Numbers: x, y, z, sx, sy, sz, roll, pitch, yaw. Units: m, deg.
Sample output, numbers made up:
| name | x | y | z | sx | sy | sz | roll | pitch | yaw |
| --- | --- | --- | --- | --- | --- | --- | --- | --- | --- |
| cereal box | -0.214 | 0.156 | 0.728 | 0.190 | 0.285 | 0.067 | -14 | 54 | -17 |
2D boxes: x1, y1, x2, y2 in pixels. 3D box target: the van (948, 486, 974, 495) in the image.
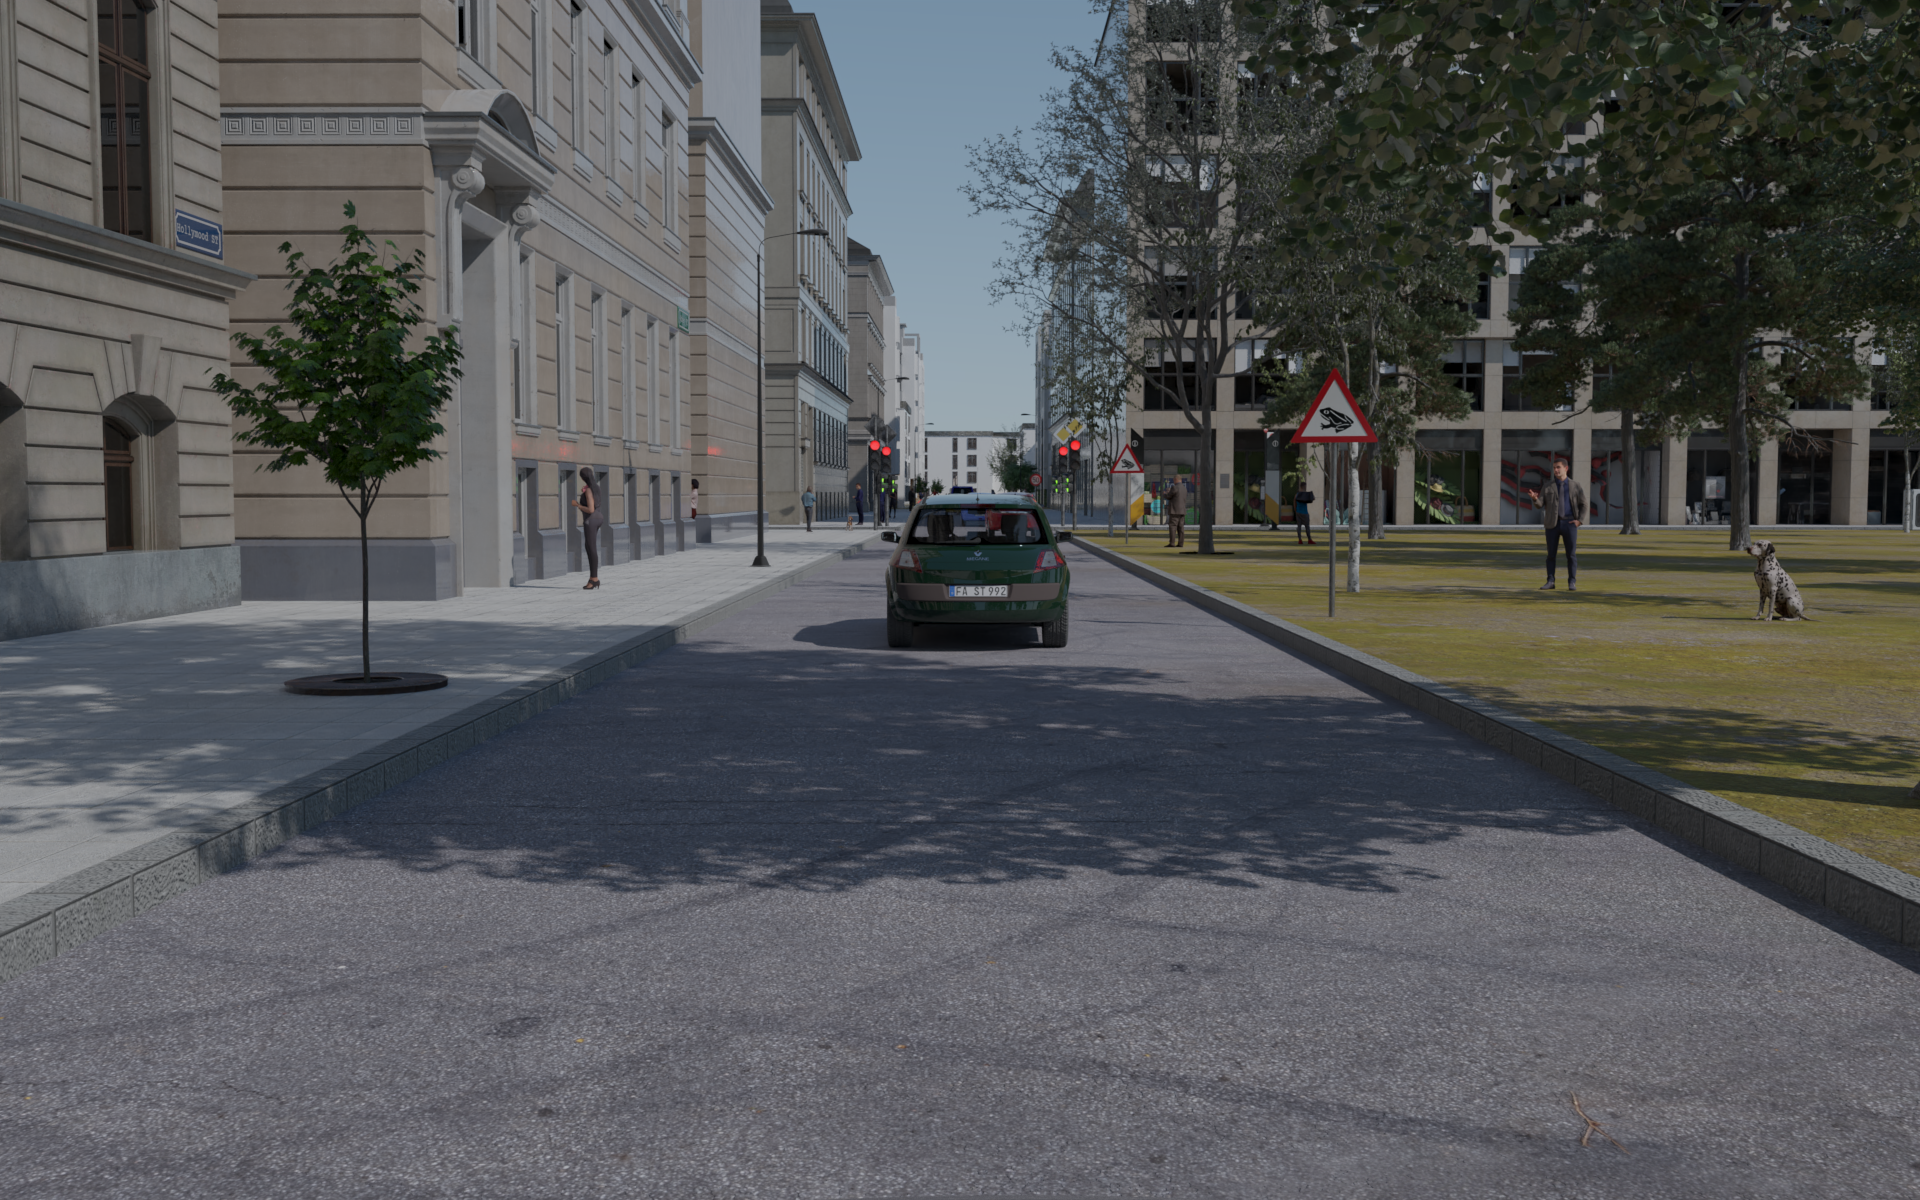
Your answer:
| name | x | y | z | sx | sy | sz | roll | pitch | yaw |
| --- | --- | --- | --- | --- | --- | --- | --- | --- | --- |
| van | 0.178 | -8.012 | 135.383 | 2.240 | 2.365 | 5.245 | 0 | 4 | 0 |

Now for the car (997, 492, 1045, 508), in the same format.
| name | x | y | z | sx | sy | sz | roll | pitch | yaw |
| --- | --- | --- | --- | --- | --- | --- | --- | --- | --- |
| car | 1.767 | -2.966 | 57.531 | 2.155 | 1.783 | 4.494 | 0 | 4 | -1 |

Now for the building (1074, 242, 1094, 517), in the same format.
| name | x | y | z | sx | sy | sz | roll | pitch | yaw |
| --- | --- | --- | --- | --- | --- | --- | --- | --- | --- |
| building | 12.584 | -15.293 | 104.789 | 10.420 | 20.320 | 16.860 | 0 | 4 | 0 |

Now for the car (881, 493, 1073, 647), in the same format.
| name | x | y | z | sx | sy | sz | roll | pitch | yaw |
| --- | --- | --- | --- | --- | --- | --- | --- | --- | --- |
| car | 0.174 | -0.477 | 17.584 | 2.009 | 1.686 | 4.222 | 0 | 4 | 0 |

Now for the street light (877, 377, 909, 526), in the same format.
| name | x | y | z | sx | sy | sz | roll | pitch | yaw |
| --- | --- | --- | --- | --- | --- | --- | --- | --- | --- |
| street light | -2.699 | -5.882 | 68.707 | 1.470 | 5.913 | 1.316 | 0 | 4 | 0 |

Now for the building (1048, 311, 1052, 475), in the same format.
| name | x | y | z | sx | sy | sz | roll | pitch | yaw |
| --- | --- | --- | --- | --- | --- | --- | --- | --- | --- |
| building | 15.897 | -18.117 | 152.629 | 16.016 | 20.091 | 11.380 | 0 | 4 | 0 |

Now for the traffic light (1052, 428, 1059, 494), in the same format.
| name | x | y | z | sx | sy | sz | roll | pitch | yaw |
| --- | --- | --- | --- | --- | --- | --- | --- | --- | --- |
| traffic light | 4.073 | -4.865 | 68.781 | 0.839 | 4.213 | 0.868 | 0 | 4 | 0 |

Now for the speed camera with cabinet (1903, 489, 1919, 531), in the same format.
| name | x | y | z | sx | sy | sz | roll | pitch | yaw |
| --- | --- | --- | --- | --- | --- | --- | --- | --- | --- |
| speed camera with cabinet | 34.462 | -4.085 | 61.118 | 2.038 | 3.252 | 0.660 | 0 | 4 | -2 |

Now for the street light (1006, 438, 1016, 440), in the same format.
| name | x | y | z | sx | sy | sz | roll | pitch | yaw |
| --- | --- | --- | --- | --- | --- | --- | --- | --- | --- |
| street light | 4.491 | -10.482 | 143.926 | 1.470 | 5.913 | 1.316 | 0 | 4 | 0 |

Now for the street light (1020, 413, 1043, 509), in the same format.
| name | x | y | z | sx | sy | sz | roll | pitch | yaw |
| --- | --- | --- | --- | --- | --- | --- | --- | --- | --- |
| street light | 4.202 | -7.789 | 99.893 | 1.470 | 5.913 | 1.316 | 0 | 4 | 0 |

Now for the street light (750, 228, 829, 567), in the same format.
| name | x | y | z | sx | sy | sz | roll | pitch | yaw |
| --- | --- | --- | --- | --- | --- | --- | --- | --- | --- |
| street light | -2.983 | -3.541 | 30.436 | 1.470 | 5.913 | 1.316 | 0 | 4 | 0 |

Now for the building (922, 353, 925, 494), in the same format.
| name | x | y | z | sx | sy | sz | roll | pitch | yaw |
| --- | --- | --- | --- | --- | --- | --- | --- | --- | --- |
| building | -10.101 | -21.629 | 210.061 | 11.380 | 20.091 | 16.016 | 0 | 4 | 0 |

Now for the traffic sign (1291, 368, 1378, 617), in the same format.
| name | x | y | z | sx | sy | sz | roll | pitch | yaw |
| --- | --- | --- | --- | --- | --- | --- | --- | --- | --- |
| traffic sign | 3.875 | -1.100 | 17.984 | 0.884 | 2.594 | 0.081 | 1 | 4 | 8 |

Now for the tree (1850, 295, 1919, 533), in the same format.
| name | x | y | z | sx | sy | sz | roll | pitch | yaw |
| --- | --- | --- | --- | --- | --- | --- | --- | --- | --- |
| tree | 31.659 | -6.535 | 57.210 | 4.360 | 8.622 | 3.978 | 0 | 3 | 0 |

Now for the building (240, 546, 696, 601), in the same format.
| name | x | y | z | sx | sy | sz | roll | pitch | yaw |
| --- | --- | --- | --- | --- | --- | --- | --- | --- | --- |
| building | -12.418 | -14.907 | 29.634 | 13.634 | 28.700 | 20.117 | 0 | 4 | 0 |

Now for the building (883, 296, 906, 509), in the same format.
| name | x | y | z | sx | sy | sz | roll | pitch | yaw |
| --- | --- | --- | --- | --- | --- | --- | --- | --- | --- |
| building | -13.180 | -17.961 | 150.077 | 16.016 | 20.091 | 11.380 | 0 | 4 | 0 |

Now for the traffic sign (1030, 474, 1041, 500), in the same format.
| name | x | y | z | sx | sy | sz | roll | pitch | yaw |
| --- | --- | --- | --- | --- | --- | --- | --- | --- | --- |
| traffic sign | 4.757 | -6.639 | 108.646 | 0.768 | 2.556 | 0.104 | 0 | 4 | 7 |

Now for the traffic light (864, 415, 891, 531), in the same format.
| name | x | y | z | sx | sy | sz | roll | pitch | yaw |
| --- | --- | --- | --- | --- | --- | --- | --- | --- | --- |
| traffic light | -2.950 | -4.379 | 60.834 | 0.839 | 4.213 | 0.868 | 0 | 4 | 0 |

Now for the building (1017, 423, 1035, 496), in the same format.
| name | x | y | z | sx | sy | sz | roll | pitch | yaw |
| --- | --- | --- | --- | --- | --- | --- | --- | --- | --- |
| building | 11.931 | -16.049 | 204.552 | 9.099 | 9.664 | 28.070 | 0 | 4 | 0 |

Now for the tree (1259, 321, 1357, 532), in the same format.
| name | x | y | z | sx | sy | sz | roll | pitch | yaw |
| --- | --- | --- | --- | --- | --- | --- | --- | --- | --- |
| tree | 12.333 | -6.575 | 57.864 | 4.737 | 8.622 | 4.395 | 0 | 3 | 0 |

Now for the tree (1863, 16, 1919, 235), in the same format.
| name | x | y | z | sx | sy | sz | roll | pitch | yaw |
| --- | --- | --- | --- | --- | --- | --- | --- | --- | --- |
| tree | 12.080 | -4.165 | 18.454 | 4.737 | 8.622 | 4.395 | 0 | 3 | 0 |

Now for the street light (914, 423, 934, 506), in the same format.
| name | x | y | z | sx | sy | sz | roll | pitch | yaw |
| --- | --- | --- | --- | --- | --- | --- | --- | --- | --- |
| street light | -2.393 | -8.600 | 113.151 | 1.470 | 5.913 | 1.316 | 0 | 4 | 0 |

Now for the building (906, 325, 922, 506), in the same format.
| name | x | y | z | sx | sy | sz | roll | pitch | yaw |
| --- | --- | --- | --- | --- | --- | --- | --- | --- | --- |
| building | -12.588 | -20.382 | 189.667 | 16.016 | 20.091 | 11.380 | 0 | 4 | 0 |

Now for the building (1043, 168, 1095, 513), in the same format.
| name | x | y | z | sx | sy | sz | roll | pitch | yaw |
| --- | --- | --- | --- | --- | --- | --- | --- | --- | --- |
| building | 14.705 | -18.085 | 128.969 | 16.112 | 22.955 | 30.059 | 0 | 4 | 0 |

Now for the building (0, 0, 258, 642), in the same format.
| name | x | y | z | sx | sy | sz | roll | pitch | yaw |
| --- | --- | --- | --- | --- | --- | --- | --- | --- | --- |
| building | -13.571 | -11.210 | 2.362 | 14.460 | 24.649 | 34.723 | 0 | 4 | 0 |

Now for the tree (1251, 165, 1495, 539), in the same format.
| name | x | y | z | sx | sy | sz | roll | pitch | yaw |
| --- | --- | --- | --- | --- | --- | --- | --- | --- | --- |
| tree | 11.775 | -7.769 | 49.082 | 6.751 | 12.117 | 7.091 | 0 | 3 | 0 |

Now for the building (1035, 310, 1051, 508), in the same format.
| name | x | y | z | sx | sy | sz | roll | pitch | yaw |
| --- | --- | --- | --- | --- | --- | --- | --- | --- | --- |
| building | 16.512 | -18.841 | 174.512 | 16.747 | 18.905 | 31.486 | 0 | 4 | 0 |

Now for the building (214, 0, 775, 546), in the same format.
| name | x | y | z | sx | sy | sz | roll | pitch | yaw |
| --- | --- | --- | --- | --- | --- | --- | --- | --- | --- |
| building | -16.181 | -16.216 | 51.032 | 20.117 | 28.700 | 13.634 | 0 | 4 | 0 |

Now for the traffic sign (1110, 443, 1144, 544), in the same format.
| name | x | y | z | sx | sy | sz | roll | pitch | yaw |
| --- | --- | --- | --- | --- | --- | --- | --- | --- | --- |
| traffic sign | 4.283 | -2.717 | 44.423 | 0.884 | 2.594 | 0.081 | 1 | 4 | 8 |

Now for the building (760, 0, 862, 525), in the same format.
| name | x | y | z | sx | sy | sz | roll | pitch | yaw |
| --- | --- | --- | --- | --- | --- | --- | --- | --- | --- |
| building | -13.817 | -15.433 | 85.608 | 16.112 | 22.955 | 30.059 | 0 | 4 | 0 |

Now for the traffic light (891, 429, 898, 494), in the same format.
| name | x | y | z | sx | sy | sz | roll | pitch | yaw |
| --- | --- | --- | --- | --- | --- | --- | --- | --- | --- |
| traffic light | -2.888 | -4.867 | 68.819 | 0.839 | 4.213 | 0.868 | 0 | 4 | 0 |

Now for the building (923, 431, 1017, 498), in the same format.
| name | x | y | z | sx | sy | sz | roll | pitch | yaw |
| --- | --- | --- | --- | --- | --- | --- | --- | --- | --- |
| building | 4.355 | -17.891 | 234.666 | 28.070 | 9.664 | 9.099 | 0 | 4 | 0 |

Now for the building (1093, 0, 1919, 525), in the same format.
| name | x | y | z | sx | sy | sz | roll | pitch | yaw |
| --- | --- | --- | --- | --- | --- | --- | --- | --- | --- |
| building | 23.858 | -16.832 | 79.727 | 34.151 | 26.468 | 19.350 | 0 | 4 | 0 |

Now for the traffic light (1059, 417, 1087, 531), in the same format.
| name | x | y | z | sx | sy | sz | roll | pitch | yaw |
| --- | --- | --- | --- | --- | --- | --- | --- | --- | --- |
| traffic light | 4.011 | -4.376 | 60.797 | 0.839 | 4.213 | 0.868 | 0 | 4 | 0 |

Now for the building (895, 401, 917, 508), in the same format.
| name | x | y | z | sx | sy | sz | roll | pitch | yaw |
| --- | --- | --- | --- | --- | --- | --- | --- | --- | --- |
| building | -9.310 | -13.945 | 170.153 | 9.099 | 9.664 | 28.070 | 0 | 4 | 0 |

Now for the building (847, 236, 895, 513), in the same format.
| name | x | y | z | sx | sy | sz | roll | pitch | yaw |
| --- | --- | --- | --- | --- | --- | --- | --- | --- | --- |
| building | -10.744 | -16.511 | 120.856 | 10.553 | 20.767 | 40.483 | 0 | 4 | 0 |
